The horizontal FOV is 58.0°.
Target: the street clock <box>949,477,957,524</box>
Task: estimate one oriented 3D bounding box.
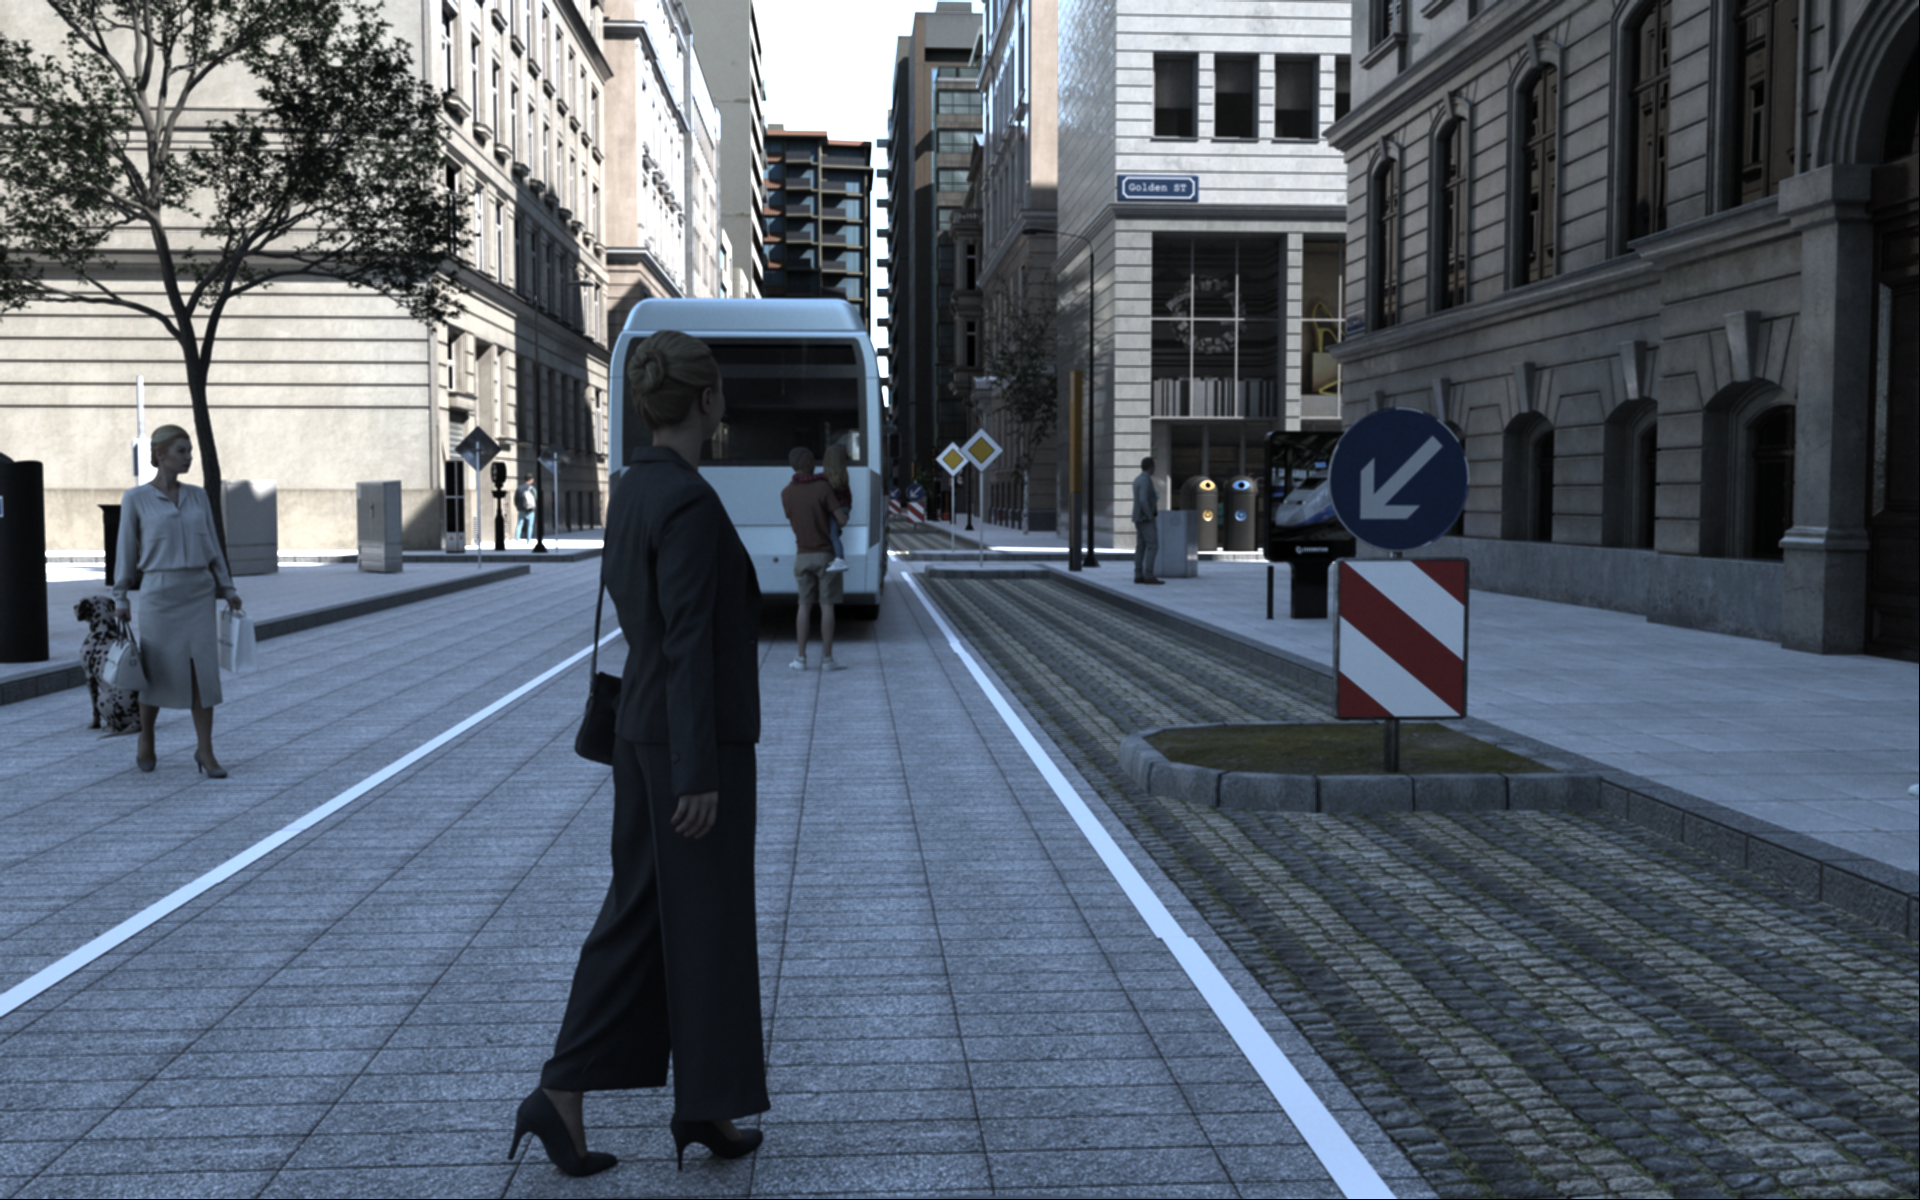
[{"bbox_3d":[-0.303,-4.221,73.585,0.358,2.002,0.471,-1,4,-19],"label":"street clock"}]

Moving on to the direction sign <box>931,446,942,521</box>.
[{"bbox_3d":[-1.103,-5.456,81.198,0.379,3.537,0.876,-2,4,-34],"label":"direction sign"}]

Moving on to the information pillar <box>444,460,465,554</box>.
[{"bbox_3d":[-10.932,-2.017,37.477,0.304,2.012,0.304,1,4,16],"label":"information pillar"}]

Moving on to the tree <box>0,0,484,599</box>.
[{"bbox_3d":[-9.370,-5.307,21.175,7.601,10.594,8.767,2,4,28],"label":"tree"}]

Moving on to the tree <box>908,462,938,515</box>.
[{"bbox_3d":[-2.460,-6.754,105.023,1.663,3.219,1.824,0,3,0],"label":"tree"}]

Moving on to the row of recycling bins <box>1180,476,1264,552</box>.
[{"bbox_3d":[6.674,-1.926,38.597,3.534,1.692,1.069,1,4,9],"label":"row of recycling bins"}]

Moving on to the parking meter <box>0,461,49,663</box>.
[{"bbox_3d":[-7.215,-0.297,13.272,0.372,1.533,0.369,0,3,0],"label":"parking meter"}]

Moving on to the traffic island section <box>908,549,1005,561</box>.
[{"bbox_3d":[-0.112,-0.984,38.364,2.009,0.180,2.903,0,4,-4],"label":"traffic island section"}]

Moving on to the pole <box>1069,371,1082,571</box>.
[{"bbox_3d":[1.920,-2.135,28.758,0.158,3.312,0.155,0,3,0],"label":"pole"}]

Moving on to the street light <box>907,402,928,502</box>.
[{"bbox_3d":[-1.914,-7.010,87.152,1.470,5.913,1.316,0,4,-4],"label":"street light"}]

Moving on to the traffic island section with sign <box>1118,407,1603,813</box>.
[{"bbox_3d":[1.851,-0.004,8.690,1.989,1.847,2.006,0,4,-4],"label":"traffic island section with sign"}]

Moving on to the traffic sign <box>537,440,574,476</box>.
[{"bbox_3d":[-8.812,-2.174,37.727,0.795,2.593,0.064,0,4,-4],"label":"traffic sign"}]

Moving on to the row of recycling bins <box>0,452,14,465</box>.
[{"bbox_3d":[-9.749,-0.454,14.534,3.534,1.692,1.069,-1,4,-16],"label":"row of recycling bins"}]

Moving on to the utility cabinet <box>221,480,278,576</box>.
[{"bbox_3d":[-11.296,-1.142,27.351,0.318,1.500,1.173,1,4,16],"label":"utility cabinet"}]

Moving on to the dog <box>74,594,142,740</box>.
[{"bbox_3d":[-5.136,0.392,10.425,0.513,0.831,0.800,-1,4,-14],"label":"dog"}]

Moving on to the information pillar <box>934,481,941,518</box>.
[{"bbox_3d":[-1.241,-5.521,94.767,0.304,2.012,0.304,-3,4,-38],"label":"information pillar"}]

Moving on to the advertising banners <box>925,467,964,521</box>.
[{"bbox_3d":[-0.709,-5.371,84.009,2.074,3.025,0.090,1,4,19],"label":"advertising banners"}]

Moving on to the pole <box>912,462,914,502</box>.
[{"bbox_3d":[-2.968,-7.141,110.593,0.158,3.312,0.155,0,3,0],"label":"pole"}]

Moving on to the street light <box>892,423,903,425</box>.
[{"bbox_3d":[-3.750,-8.610,113.320,1.470,5.913,1.316,0,4,-4],"label":"street light"}]

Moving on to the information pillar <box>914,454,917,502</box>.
[{"bbox_3d":[-2.564,-6.662,100.275,0.183,3.616,0.504,0,4,7],"label":"information pillar"}]

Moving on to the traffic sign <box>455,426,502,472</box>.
[{"bbox_3d":[-8.284,-1.686,29.759,0.795,2.593,0.064,0,4,-4],"label":"traffic sign"}]

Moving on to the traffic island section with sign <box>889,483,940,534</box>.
[{"bbox_3d":[-1.765,-3.345,63.317,1.989,1.847,2.006,0,4,-4],"label":"traffic island section with sign"}]

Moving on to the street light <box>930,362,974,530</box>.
[{"bbox_3d":[-0.206,-5.420,61.157,1.470,5.913,1.316,0,4,-4],"label":"street light"}]

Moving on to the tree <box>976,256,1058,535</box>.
[{"bbox_3d":[2.286,-6.379,54.653,4.360,8.622,3.978,0,3,0],"label":"tree"}]

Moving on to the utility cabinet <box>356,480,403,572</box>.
[{"bbox_3d":[-9.541,-1.207,28.416,0.318,1.500,1.173,-3,5,-40],"label":"utility cabinet"}]

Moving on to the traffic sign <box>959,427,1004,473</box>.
[{"bbox_3d":[0.393,-1.720,30.312,0.795,2.593,0.064,0,4,-4],"label":"traffic sign"}]

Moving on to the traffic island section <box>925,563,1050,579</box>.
[{"bbox_3d":[0.416,-0.496,30.396,2.009,0.180,2.903,0,4,-4],"label":"traffic island section"}]

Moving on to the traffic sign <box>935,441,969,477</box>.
[{"bbox_3d":[-0.135,-2.207,38.279,0.795,2.593,0.064,0,4,-4],"label":"traffic sign"}]

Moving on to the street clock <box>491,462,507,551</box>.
[{"bbox_3d":[-10.442,-2.121,39.253,0.358,2.002,0.471,-2,4,-30],"label":"street clock"}]

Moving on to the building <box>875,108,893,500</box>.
[{"bbox_3d":[5.029,-36.109,209.985,30.456,49.044,23.786,0,4,-4],"label":"building"}]

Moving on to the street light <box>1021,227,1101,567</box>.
[{"bbox_3d":[1.766,-3.536,30.358,1.470,5.913,1.316,0,4,-4],"label":"street light"}]

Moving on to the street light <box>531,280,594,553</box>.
[{"bbox_3d":[-8.659,-3.990,37.777,1.470,5.913,1.316,0,4,-4],"label":"street light"}]
